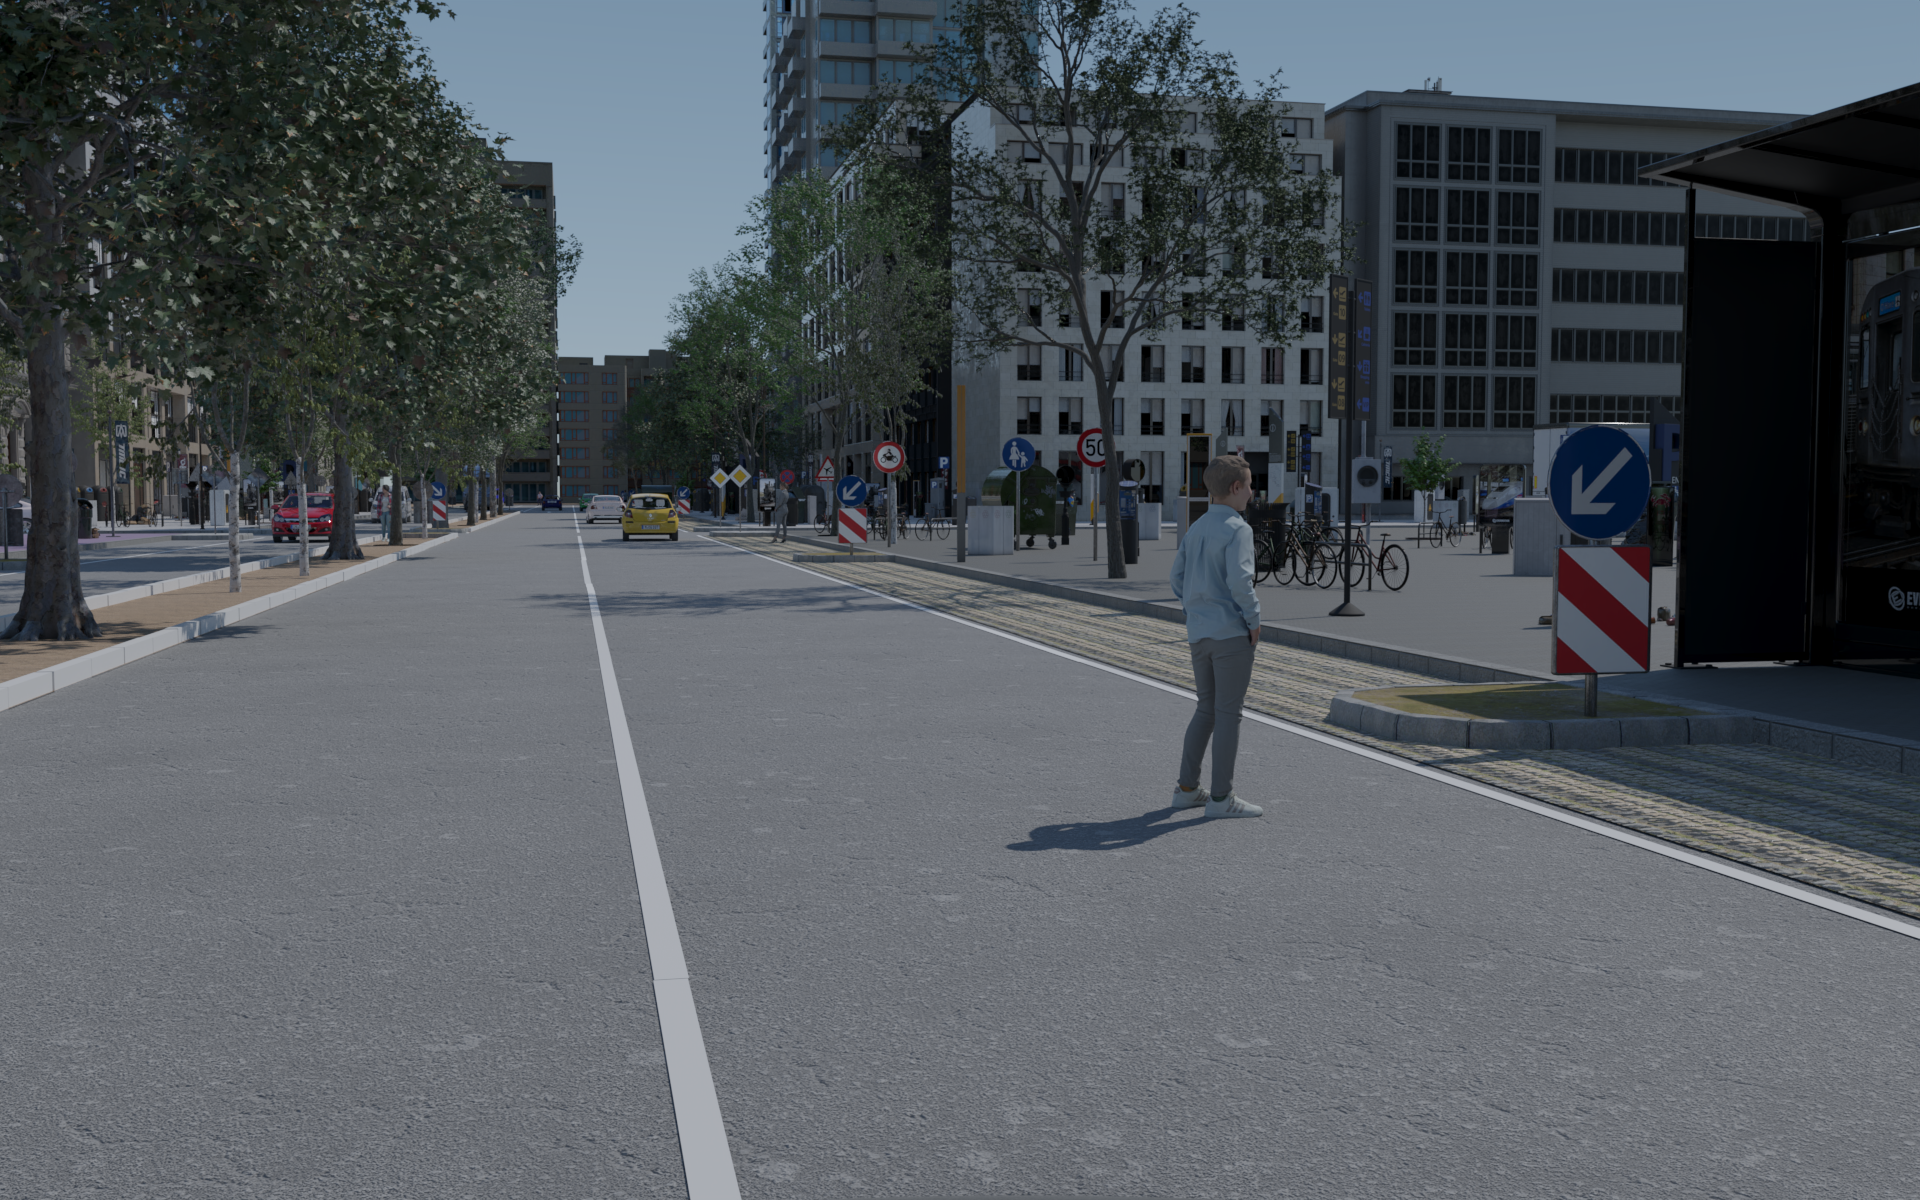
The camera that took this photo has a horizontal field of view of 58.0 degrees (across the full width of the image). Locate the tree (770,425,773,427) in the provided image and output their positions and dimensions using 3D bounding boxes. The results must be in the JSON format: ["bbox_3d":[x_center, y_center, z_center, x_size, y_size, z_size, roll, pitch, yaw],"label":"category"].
[{"bbox_3d":[-10.890,-10.176,116.742,4.360,8.622,3.978,0,3,0],"label":"tree"}]

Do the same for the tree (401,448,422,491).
[{"bbox_3d":[-45.299,-11.561,139.384,4.360,8.622,3.978,0,3,0],"label":"tree"}]

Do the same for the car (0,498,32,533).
[{"bbox_3d":[-32.280,-2.769,57.631,4.827,1.381,2.083,-1,4,-12],"label":"car"}]

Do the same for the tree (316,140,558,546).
[{"bbox_3d":[-15.414,-7.284,47.303,9.928,11.665,9.643,0,3,0],"label":"tree"}]

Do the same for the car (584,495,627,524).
[{"bbox_3d":[-17.314,-4.428,84.760,2.083,1.381,4.827,-1,4,-14],"label":"car"}]

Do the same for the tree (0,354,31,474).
[{"bbox_3d":[-34.895,-6.842,62.223,4.360,8.622,3.978,0,3,0],"label":"tree"}]

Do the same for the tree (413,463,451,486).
[{"bbox_3d":[-56.287,-12.361,185.820,4.285,4.588,4.351,0,3,0],"label":"tree"}]

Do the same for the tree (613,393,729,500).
[{"bbox_3d":[-20.501,-11.892,128.840,7.601,10.594,8.767,0,4,7],"label":"tree"}]

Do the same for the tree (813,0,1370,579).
[{"bbox_3d":[2.295,-5.626,26.406,8.767,10.594,7.601,-1,4,-21],"label":"tree"}]

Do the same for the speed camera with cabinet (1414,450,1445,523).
[{"bbox_3d":[20.993,-5.080,77.393,0.660,3.252,2.038,3,4,38],"label":"speed camera with cabinet"}]

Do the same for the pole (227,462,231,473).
[{"bbox_3d":[-30.634,-4.822,72.678,0.158,3.312,0.155,0,3,0],"label":"pole"}]

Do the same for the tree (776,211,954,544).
[{"bbox_3d":[-1.902,-5.742,44.250,4.360,8.622,3.978,0,3,0],"label":"tree"}]

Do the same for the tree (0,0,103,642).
[{"bbox_3d":[-9.060,-5.967,17.029,9.611,12.733,9.660,0,3,0],"label":"tree"}]

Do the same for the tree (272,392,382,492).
[{"bbox_3d":[-34.950,-10.623,91.819,7.486,12.596,7.792,0,3,0],"label":"tree"}]

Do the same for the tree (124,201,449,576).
[{"bbox_3d":[-11.317,-4.700,29.659,4.737,8.622,4.395,0,3,0],"label":"tree"}]

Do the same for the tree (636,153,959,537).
[{"bbox_3d":[-3.598,-7.739,52.287,9.928,11.665,9.643,0,3,0],"label":"tree"}]

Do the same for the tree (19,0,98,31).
[{"bbox_3d":[-6.120,-5.669,5.523,12.009,13.543,11.850,0,3,0],"label":"tree"}]

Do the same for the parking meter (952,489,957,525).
[{"bbox_3d":[-0.150,-3.827,70.990,0.372,1.533,0.369,0,3,0],"label":"parking meter"}]

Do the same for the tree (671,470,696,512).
[{"bbox_3d":[-19.325,-7.803,122.186,1.663,3.219,1.824,0,3,0],"label":"tree"}]

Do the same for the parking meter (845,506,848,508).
[{"bbox_3d":[-5.926,-4.933,89.059,0.372,1.533,0.369,0,3,0],"label":"parking meter"}]

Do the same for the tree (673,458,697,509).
[{"bbox_3d":[-24.246,-12.146,148.941,4.737,8.622,4.395,0,3,0],"label":"tree"}]

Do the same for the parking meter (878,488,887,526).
[{"bbox_3d":[-3.147,-3.799,70.530,0.372,1.533,0.369,0,3,0],"label":"parking meter"}]

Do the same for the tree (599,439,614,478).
[{"bbox_3d":[-40.146,-17.143,214.699,8.767,10.594,7.601,-2,4,-30],"label":"tree"}]

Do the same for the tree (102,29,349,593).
[{"bbox_3d":[-10.570,-4.419,25.071,4.360,8.622,3.978,0,3,0],"label":"tree"}]

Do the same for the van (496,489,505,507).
[{"bbox_3d":[-52.329,-11.643,194.754,2.240,2.365,5.245,-1,4,-14],"label":"van"}]

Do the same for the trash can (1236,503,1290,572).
[{"bbox_3d":[5.103,-1.047,28.765,0.748,1.137,0.748,0,3,0],"label":"trash can"}]

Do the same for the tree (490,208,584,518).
[{"bbox_3d":[-29.590,-15.066,104.673,12.611,20.169,13.585,0,3,0],"label":"tree"}]

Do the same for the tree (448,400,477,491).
[{"bbox_3d":[-16.942,-6.228,54.655,4.737,8.622,4.395,0,3,0],"label":"tree"}]

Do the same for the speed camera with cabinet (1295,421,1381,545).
[{"bbox_3d":[9.519,-3.015,43.636,2.038,3.252,0.660,0,4,-1],"label":"speed camera with cabinet"}]

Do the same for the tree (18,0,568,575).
[{"bbox_3d":[-13.494,-7.226,37.604,9.611,12.733,9.660,0,3,0],"label":"tree"}]

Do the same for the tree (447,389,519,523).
[{"bbox_3d":[-24.102,-8.153,86.129,4.360,8.622,3.978,0,3,0],"label":"tree"}]

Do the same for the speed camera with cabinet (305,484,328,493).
[{"bbox_3d":[-40.690,-6.984,108.521,2.038,3.252,0.660,0,4,-3],"label":"speed camera with cabinet"}]

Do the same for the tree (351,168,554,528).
[{"bbox_3d":[-20.333,-9.679,67.358,9.857,13.997,8.962,0,3,0],"label":"tree"}]

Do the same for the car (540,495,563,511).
[{"bbox_3d":[-35.315,-8.395,149.832,1.945,1.354,3.894,-1,4,-14],"label":"car"}]

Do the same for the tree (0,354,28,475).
[{"bbox_3d":[-23.781,-5.523,40.670,4.737,8.622,4.395,0,3,0],"label":"tree"}]

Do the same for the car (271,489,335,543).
[{"bbox_3d":[-19.681,-2.660,52.535,2.155,1.783,4.494,-1,4,-13],"label":"car"}]

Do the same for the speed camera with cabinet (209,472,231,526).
[{"bbox_3d":[-29.920,-4.644,70.272,0.660,3.252,2.038,-1,4,-11],"label":"speed camera with cabinet"}]

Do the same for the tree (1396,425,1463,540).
[{"bbox_3d":[13.035,-3.319,48.872,1.663,3.219,1.824,0,3,0],"label":"tree"}]

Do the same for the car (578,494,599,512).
[{"bbox_3d":[-30.662,-8.252,143.718,1.959,1.807,4.718,-1,4,-14],"label":"car"}]

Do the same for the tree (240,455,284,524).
[{"bbox_3d":[-30.197,-4.935,75.292,1.663,3.219,1.824,0,3,0],"label":"tree"}]

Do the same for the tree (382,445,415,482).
[{"bbox_3d":[-42.642,-12.648,124.927,7.486,12.596,7.792,0,3,0],"label":"tree"}]

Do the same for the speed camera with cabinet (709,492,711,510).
[{"bbox_3d":[-18.927,-8.656,135.867,2.038,3.252,0.660,0,4,-3],"label":"speed camera with cabinet"}]

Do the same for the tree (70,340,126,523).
[{"bbox_3d":[-36.971,-7.643,75.326,4.737,8.622,4.395,0,3,0],"label":"tree"}]

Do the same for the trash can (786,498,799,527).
[{"bbox_3d":[-6.729,-3.485,68.639,0.748,1.137,0.748,0,3,0],"label":"trash can"}]

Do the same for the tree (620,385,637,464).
[{"bbox_3d":[-9.435,-9.277,77.434,9.928,11.665,9.643,0,3,0],"label":"tree"}]

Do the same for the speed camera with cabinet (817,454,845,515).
[{"bbox_3d":[-6.354,-5.552,85.117,0.660,3.252,2.038,-2,4,-31],"label":"speed camera with cabinet"}]

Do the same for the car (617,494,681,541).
[{"bbox_3d":[-9.684,-2.678,54.006,2.015,1.641,3.980,-1,4,-11],"label":"car"}]

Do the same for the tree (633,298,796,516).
[{"bbox_3d":[-14.277,-11.261,101.124,9.611,12.733,9.660,0,3,0],"label":"tree"}]

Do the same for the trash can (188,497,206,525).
[{"bbox_3d":[-32.058,-3.738,72.764,0.748,1.137,0.748,0,3,0],"label":"trash can"}]

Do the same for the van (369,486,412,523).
[{"bbox_3d":[-28.179,-4.821,85.831,2.013,2.044,4.112,-1,4,-13],"label":"van"}]

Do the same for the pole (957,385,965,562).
[{"bbox_3d":[0.022,-2.367,32.538,0.158,3.312,0.155,0,3,0],"label":"pole"}]
